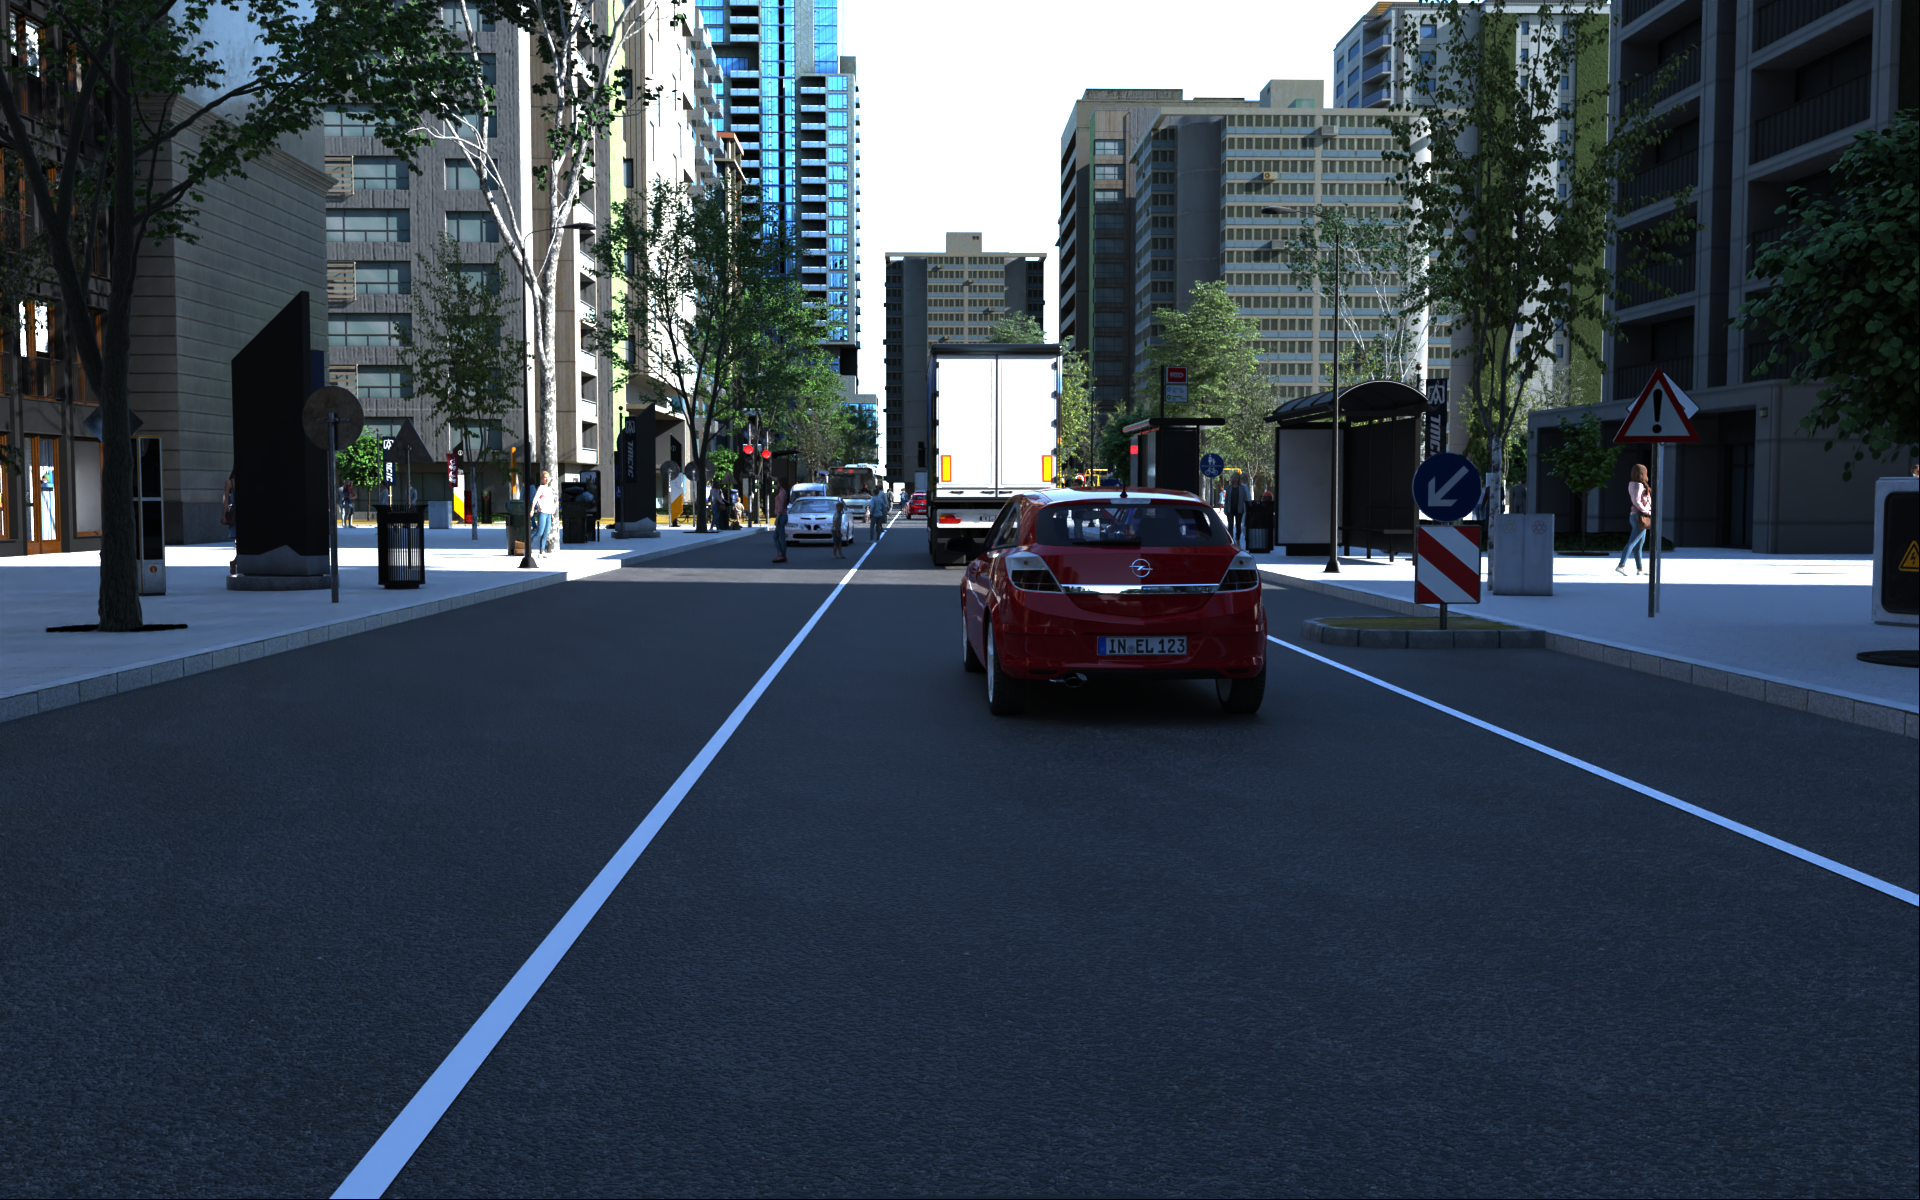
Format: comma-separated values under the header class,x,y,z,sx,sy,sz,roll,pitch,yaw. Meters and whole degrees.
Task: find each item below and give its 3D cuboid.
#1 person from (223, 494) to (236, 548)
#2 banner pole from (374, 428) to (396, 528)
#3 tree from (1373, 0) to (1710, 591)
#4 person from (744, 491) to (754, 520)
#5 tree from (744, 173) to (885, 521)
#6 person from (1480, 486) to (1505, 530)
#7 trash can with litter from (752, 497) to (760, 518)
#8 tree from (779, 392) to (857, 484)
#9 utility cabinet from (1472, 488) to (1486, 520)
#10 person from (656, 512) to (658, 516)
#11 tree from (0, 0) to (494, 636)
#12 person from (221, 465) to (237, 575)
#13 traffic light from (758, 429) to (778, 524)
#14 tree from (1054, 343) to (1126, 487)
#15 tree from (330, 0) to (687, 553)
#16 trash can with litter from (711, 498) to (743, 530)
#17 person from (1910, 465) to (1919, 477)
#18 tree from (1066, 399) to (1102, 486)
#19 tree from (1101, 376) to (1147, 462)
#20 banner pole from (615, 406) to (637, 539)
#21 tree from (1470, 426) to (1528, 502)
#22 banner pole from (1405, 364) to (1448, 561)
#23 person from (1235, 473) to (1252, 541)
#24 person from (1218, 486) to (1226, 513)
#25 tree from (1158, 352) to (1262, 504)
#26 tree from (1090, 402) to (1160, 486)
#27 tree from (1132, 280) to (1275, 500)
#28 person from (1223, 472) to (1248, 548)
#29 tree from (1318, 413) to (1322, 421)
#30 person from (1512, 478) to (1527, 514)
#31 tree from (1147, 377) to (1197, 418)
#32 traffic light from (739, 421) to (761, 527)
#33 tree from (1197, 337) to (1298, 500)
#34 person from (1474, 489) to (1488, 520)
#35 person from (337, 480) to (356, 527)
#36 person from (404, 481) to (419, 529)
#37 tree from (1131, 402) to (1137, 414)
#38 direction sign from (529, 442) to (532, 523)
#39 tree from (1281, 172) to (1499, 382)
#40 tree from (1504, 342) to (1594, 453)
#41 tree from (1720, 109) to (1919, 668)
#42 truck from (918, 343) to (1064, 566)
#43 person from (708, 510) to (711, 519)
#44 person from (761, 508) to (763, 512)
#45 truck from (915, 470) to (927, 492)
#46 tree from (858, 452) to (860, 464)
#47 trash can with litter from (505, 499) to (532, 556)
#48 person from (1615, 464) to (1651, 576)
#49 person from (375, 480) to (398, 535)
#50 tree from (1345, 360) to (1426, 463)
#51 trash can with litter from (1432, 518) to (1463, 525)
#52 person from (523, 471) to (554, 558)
class,x,y,z,sx,sy,sz,roll,pitch,yaw
person,-17.056,-2.093,40.932,0.731,1.740,0.598,-1,4,-13
banner pole,-21.903,-4.646,65.985,0.863,3.779,0.401,-1,4,-20
tree,7.337,-4.436,22.885,4.737,8.622,4.395,0,3,0
person,-10.255,-4.867,85.464,0.795,1.843,0.661,0,4,-5
tree,-8.517,-7.994,56.461,9.928,11.665,9.643,0,3,0
person,13.028,-2.193,42.317,0.576,1.772,0.534,0,4,6
trash can with litter,-10.419,-4.619,86.904,0.624,1.170,1.055,-2,4,-26
tree,-10.163,-10.330,119.255,4.360,8.622,3.978,0,3,0
utility cabinet,19.626,-3.476,65.511,0.318,1.500,1.173,0,4,6
person,-17.744,-5.717,99.791,0.573,1.790,0.520,2,4,31
tree,-7.989,-5.507,15.800,9.928,11.665,9.643,0,3,0
person,-11.177,-1.264,26.803,0.778,1.811,0.616,3,4,39
traffic light,-8.283,-5.237,74.552,0.839,4.253,0.868,0,4,-2
tree,4.821,-8.138,83.426,4.737,8.622,4.395,0,3,0
tree,-10.326,-11.131,37.876,12.611,20.169,13.585,0,3,0
trash can with litter,-8.261,-3.059,61.401,0.624,1.170,1.055,3,5,44
person,17.073,-1.493,30.642,0.592,1.802,0.473,2,4,26
tree,9.695,-10.998,130.180,4.360,8.622,3.978,0,3,0
tree,11.489,-9.469,105.188,4.360,8.622,3.978,0,3,0
banner pole,-9.446,-3.616,49.131,0.863,3.779,0.401,3,4,37
tree,50.171,-10.871,140.649,20.602,7.101,11.467,3,4,38
banner pole,8.951,-2.638,33.142,0.401,3.779,0.863,-3,5,-43
person,7.511,-2.457,46.092,0.818,1.842,0.514,-3,5,-43
person,17.617,-6.728,116.143,0.778,1.811,0.616,-1,4,-9
tree,20.569,-14.528,144.194,9.857,13.997,8.962,0,3,0
tree,6.175,-4.686,60.333,4.285,4.588,4.351,0,3,0
tree,13.006,-10.620,91.771,7.486,12.596,7.792,0,3,0
person,6.590,-2.124,40.954,0.709,1.800,0.728,1,4,13
tree,21.189,-10.130,115.987,4.360,8.622,3.978,0,3,0
person,19.915,-3.408,61.576,0.447,1.846,0.655,-3,4,-36
tree,13.836,-9.104,99.210,4.360,8.622,3.978,0,3,0
traffic light,-8.072,-4.749,66.569,0.839,4.253,0.868,0,4,-2
tree,13.583,-7.963,80.561,4.360,8.622,3.978,0,3,0
person,18.186,-3.278,60.307,0.731,1.740,0.598,0,4,6
person,-23.734,-3.716,66.905,0.635,1.810,0.391,0,4,3
person,-20.429,-3.555,64.435,0.678,1.792,0.850,2,4,28
tree,13.023,-11.288,134.920,4.737,8.622,4.395,0,3,0
direction sign,-18.929,-5.129,75.850,0.379,3.537,0.876,-2,4,-31
tree,26.080,-14.997,101.096,12.611,20.169,13.585,0,3,0
tree,28.334,-8.096,82.737,4.360,8.622,3.978,0,3,0
tree,7.599,-1.799,13.130,4.285,4.588,4.351,0,3,0
truck,0.520,-2.993,37.854,2.839,4.237,11.283,0,4,-2
person,-12.371,-4.813,85.005,0.678,1.792,0.850,0,4,-7
person,-13.851,-7.036,121.256,0.473,1.802,0.592,0,4,-3
truck,-4.192,-13.579,210.937,2.839,4.237,11.283,0,4,-1
tree,-11.547,-12.178,149.478,4.360,8.622,3.978,0,3,0
trash can with litter,-9.096,-1.507,36.027,0.624,1.170,1.055,-2,4,-26
person,10.612,-1.260,27.228,0.643,1.750,0.593,0,4,7
person,-18.185,-2.937,54.814,0.466,1.731,0.760,3,4,36
tree,29.296,-11.246,118.280,7.601,10.594,8.767,0,4,6
trash can with litter,9.479,-1.408,34.401,0.624,1.170,1.055,-2,4,-27
person,-8.452,-1.703,34.566,0.598,1.740,0.731,0,4,2
